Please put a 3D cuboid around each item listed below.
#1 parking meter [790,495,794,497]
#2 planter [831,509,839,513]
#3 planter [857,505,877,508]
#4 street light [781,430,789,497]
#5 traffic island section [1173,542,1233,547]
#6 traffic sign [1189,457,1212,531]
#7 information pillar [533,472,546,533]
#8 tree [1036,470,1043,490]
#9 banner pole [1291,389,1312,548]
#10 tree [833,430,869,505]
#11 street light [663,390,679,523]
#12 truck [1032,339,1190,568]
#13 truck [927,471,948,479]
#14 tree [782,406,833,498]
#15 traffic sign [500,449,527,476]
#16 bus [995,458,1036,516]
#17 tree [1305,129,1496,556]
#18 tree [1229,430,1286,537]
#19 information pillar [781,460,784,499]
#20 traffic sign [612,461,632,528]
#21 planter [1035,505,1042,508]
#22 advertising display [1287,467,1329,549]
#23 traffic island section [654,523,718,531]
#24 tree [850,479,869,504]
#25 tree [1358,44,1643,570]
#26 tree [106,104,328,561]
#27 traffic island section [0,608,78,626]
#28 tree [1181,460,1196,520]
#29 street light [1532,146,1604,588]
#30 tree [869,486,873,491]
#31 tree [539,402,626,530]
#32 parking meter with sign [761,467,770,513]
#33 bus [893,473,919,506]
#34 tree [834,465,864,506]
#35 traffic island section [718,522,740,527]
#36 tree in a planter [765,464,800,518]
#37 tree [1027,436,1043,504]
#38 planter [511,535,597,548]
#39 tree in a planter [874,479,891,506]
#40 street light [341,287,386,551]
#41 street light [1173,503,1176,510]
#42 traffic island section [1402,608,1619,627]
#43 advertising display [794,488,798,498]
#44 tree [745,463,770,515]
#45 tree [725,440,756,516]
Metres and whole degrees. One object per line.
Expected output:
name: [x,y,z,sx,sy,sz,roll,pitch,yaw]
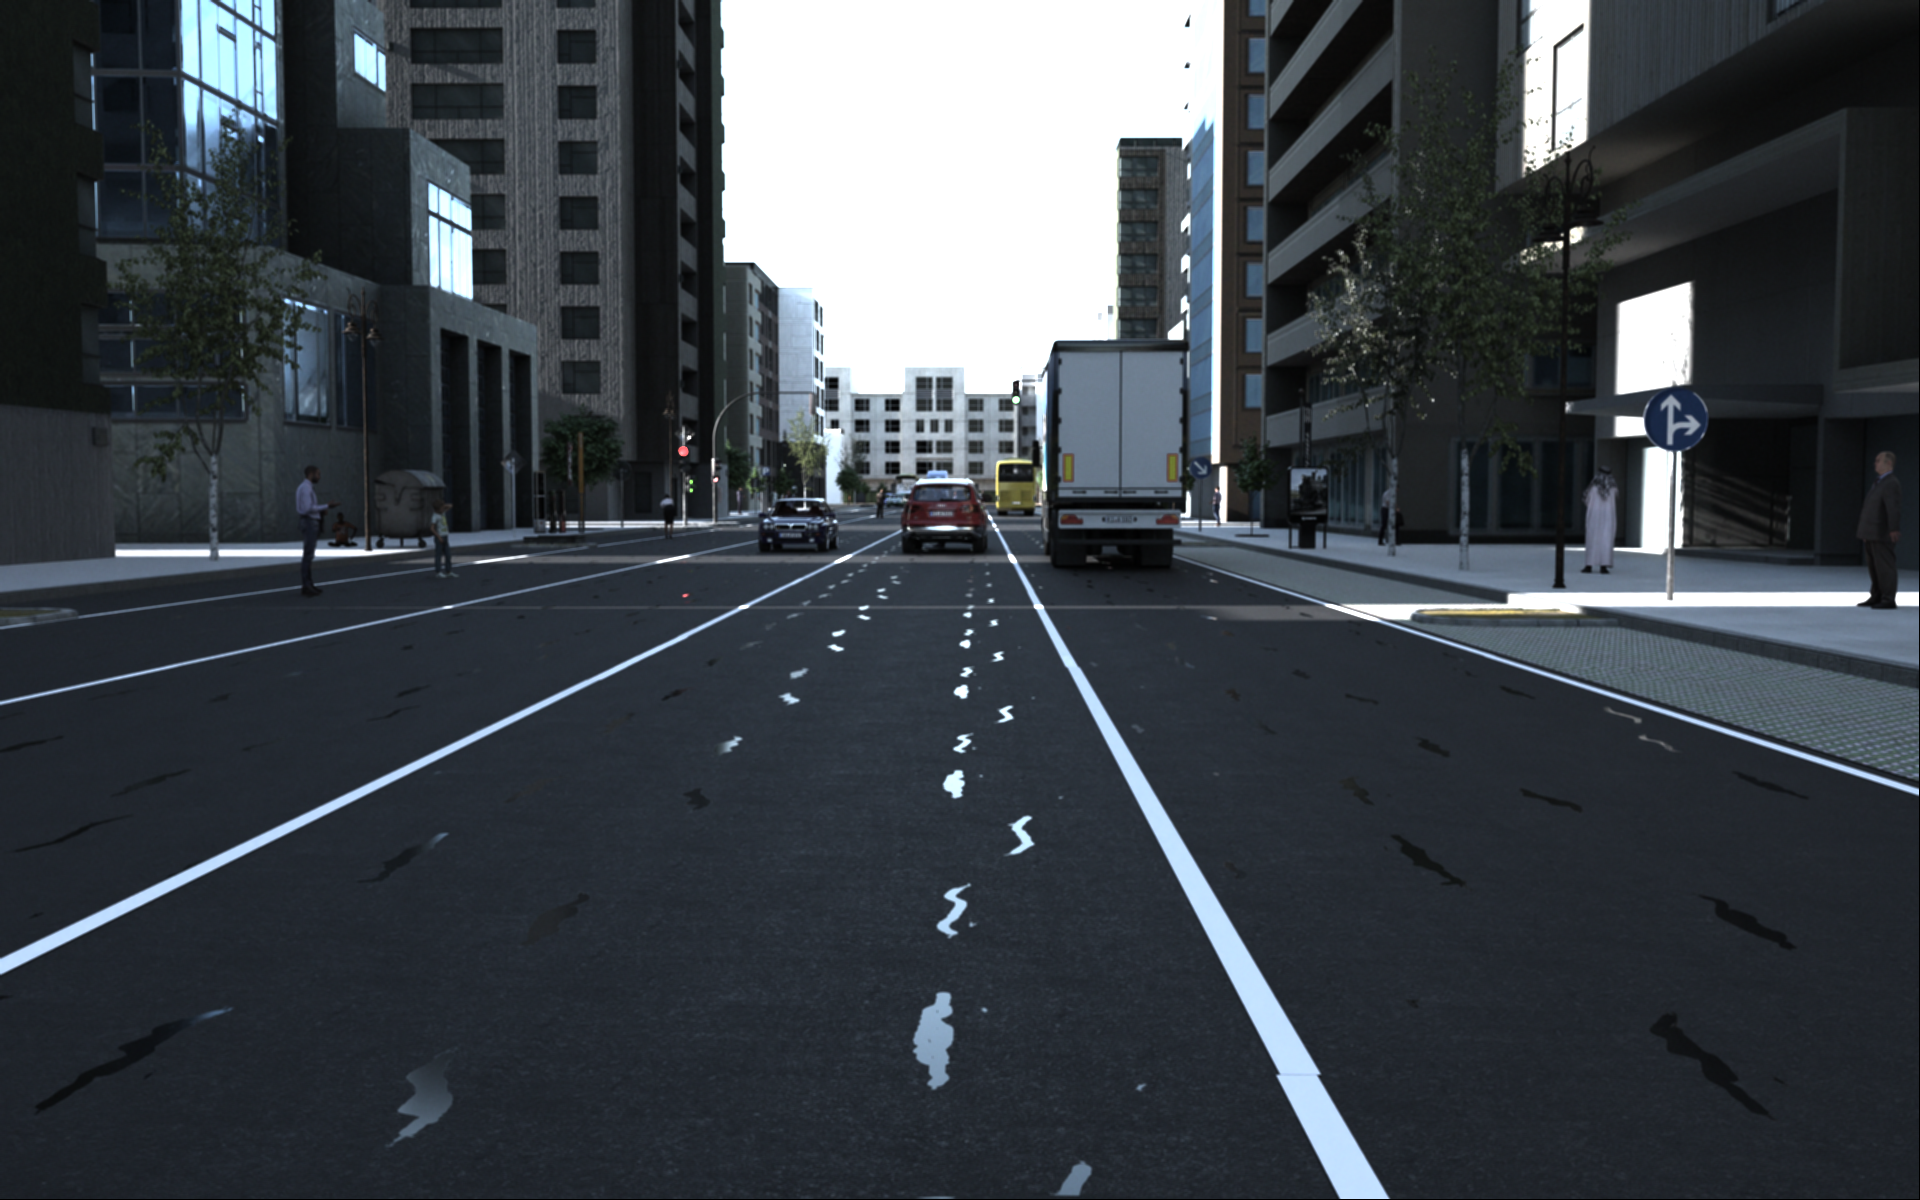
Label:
parking meter: [-12.658,-7.456,130.313,0.372,1.533,0.369,0,3,0]
planter: [-10.079,-6.600,129.054,1.991,0.319,1.994,0,4,1]
planter: [-9.589,-9.655,178.994,1.991,0.319,1.994,0,4,1]
street light: [-12.374,-9.163,122.596,0.468,5.910,1.993,0,4,1]
traffic island section: [6.352,-1.507,47.512,1.991,0.108,1.994,0,4,1]
traffic sign: [8.237,-3.623,59.336,0.768,2.556,0.104,0,4,4]
information pillar: [-13.740,-3.187,56.596,0.304,2.012,0.304,-2,4,-35]
tree: [10.539,-13.408,202.941,4.285,4.588,4.351,0,3,0]
banner pole: [8.255,-3.148,41.487,0.401,3.779,0.863,2,4,34]
tree: [-12.268,-15.240,199.543,4.360,8.622,3.978,0,3,0]
street light: [-12.900,-6.395,77.339,0.468,5.910,1.993,0,4,1]
truck: [3.043,-2.942,37.017,2.839,4.237,11.283,0,4,1]
truck: [-2.493,-13.224,205.963,2.967,4.110,18.799,0,4,1]
tree: [-12.815,-11.957,145.853,4.737,8.622,4.395,0,3,0]
traffic sign: [-13.055,-3.114,50.641,0.795,2.593,0.064,0,4,4]
bus: [3.746,-7.650,116.629,2.896,3.916,12.252,0,4,2]
tree: [9.009,-5.231,35.891,4.360,8.622,3.978,0,3,0]
tree: [8.783,-3.517,52.111,1.663,3.219,1.824,0,3,0]
information pillar: [-12.290,-7.850,119.694,0.183,3.616,0.504,1,4,9]
traffic sign: [-12.911,-4.037,66.116,0.768,2.556,0.104,1,4,10]
planter: [7.650,-9.675,179.330,1.991,0.319,1.994,0,4,1]
advertising display: [8.168,-2.169,40.672,0.974,1.923,0.123,-1,4,-9]
traffic island section: [-10.994,-2.871,69.218,2.009,0.180,2.903,0,4,1]
tree: [-12.804,-13.494,215.232,1.663,3.219,1.824,0,3,0]
tree: [8.683,-4.797,28.801,4.737,8.622,4.395,0,3,0]
tree: [-14.432,-5.080,33.418,4.737,8.622,4.395,0,3,0]
traffic island section: [-11.169,0.205,19.507,1.991,0.108,1.994,0,4,1]
tree: [10.788,-5.504,84.585,1.663,3.219,1.824,0,3,0]
street light: [8.183,-3.100,23.475,0.468,5.910,1.993,0,4,1]
tree: [-12.170,-13.846,220.983,1.663,3.219,1.824,0,3,0]
tree: [-13.575,-4.795,62.112,4.285,4.588,4.351,0,3,0]
parking meter with sign: [-12.621,-7.081,112.030,0.543,3.016,1.738,-1,4,-10]
bus: [-6.338,-13.274,208.577,2.896,3.916,12.252,0,4,0]
tree: [-12.388,-12.680,191.035,4.285,4.588,4.351,0,3,0]
traffic island section: [-10.915,-3.359,77.202,2.009,0.180,2.903,0,4,1]
tree in a planter: [-10.347,-6.393,101.753,1.991,3.239,1.994,0,4,1]
tree: [10.907,-17.072,229.487,4.360,8.622,3.978,0,3,0]
planter: [-10.882,-1.565,46.727,1.991,0.319,1.994,0,4,1]
tree in a planter: [-9.314,-12.823,206.884,1.991,3.239,1.994,0,4,1]
street light: [-13.310,-4.037,38.795,0.468,5.910,1.993,0,4,1]
street light: [8.497,-5.857,68.544,0.468,5.910,1.993,0,4,1]
traffic island section: [6.079,0.204,19.534,1.991,0.108,1.994,0,4,1]
advertising display: [-12.814,-7.861,133.740,0.123,1.923,0.974,1,4,21]
tree: [-12.687,-6.929,107.883,1.663,3.219,1.824,0,3,0]
tree: [-13.705,-7.303,103.117,4.285,4.588,4.351,0,3,0]
